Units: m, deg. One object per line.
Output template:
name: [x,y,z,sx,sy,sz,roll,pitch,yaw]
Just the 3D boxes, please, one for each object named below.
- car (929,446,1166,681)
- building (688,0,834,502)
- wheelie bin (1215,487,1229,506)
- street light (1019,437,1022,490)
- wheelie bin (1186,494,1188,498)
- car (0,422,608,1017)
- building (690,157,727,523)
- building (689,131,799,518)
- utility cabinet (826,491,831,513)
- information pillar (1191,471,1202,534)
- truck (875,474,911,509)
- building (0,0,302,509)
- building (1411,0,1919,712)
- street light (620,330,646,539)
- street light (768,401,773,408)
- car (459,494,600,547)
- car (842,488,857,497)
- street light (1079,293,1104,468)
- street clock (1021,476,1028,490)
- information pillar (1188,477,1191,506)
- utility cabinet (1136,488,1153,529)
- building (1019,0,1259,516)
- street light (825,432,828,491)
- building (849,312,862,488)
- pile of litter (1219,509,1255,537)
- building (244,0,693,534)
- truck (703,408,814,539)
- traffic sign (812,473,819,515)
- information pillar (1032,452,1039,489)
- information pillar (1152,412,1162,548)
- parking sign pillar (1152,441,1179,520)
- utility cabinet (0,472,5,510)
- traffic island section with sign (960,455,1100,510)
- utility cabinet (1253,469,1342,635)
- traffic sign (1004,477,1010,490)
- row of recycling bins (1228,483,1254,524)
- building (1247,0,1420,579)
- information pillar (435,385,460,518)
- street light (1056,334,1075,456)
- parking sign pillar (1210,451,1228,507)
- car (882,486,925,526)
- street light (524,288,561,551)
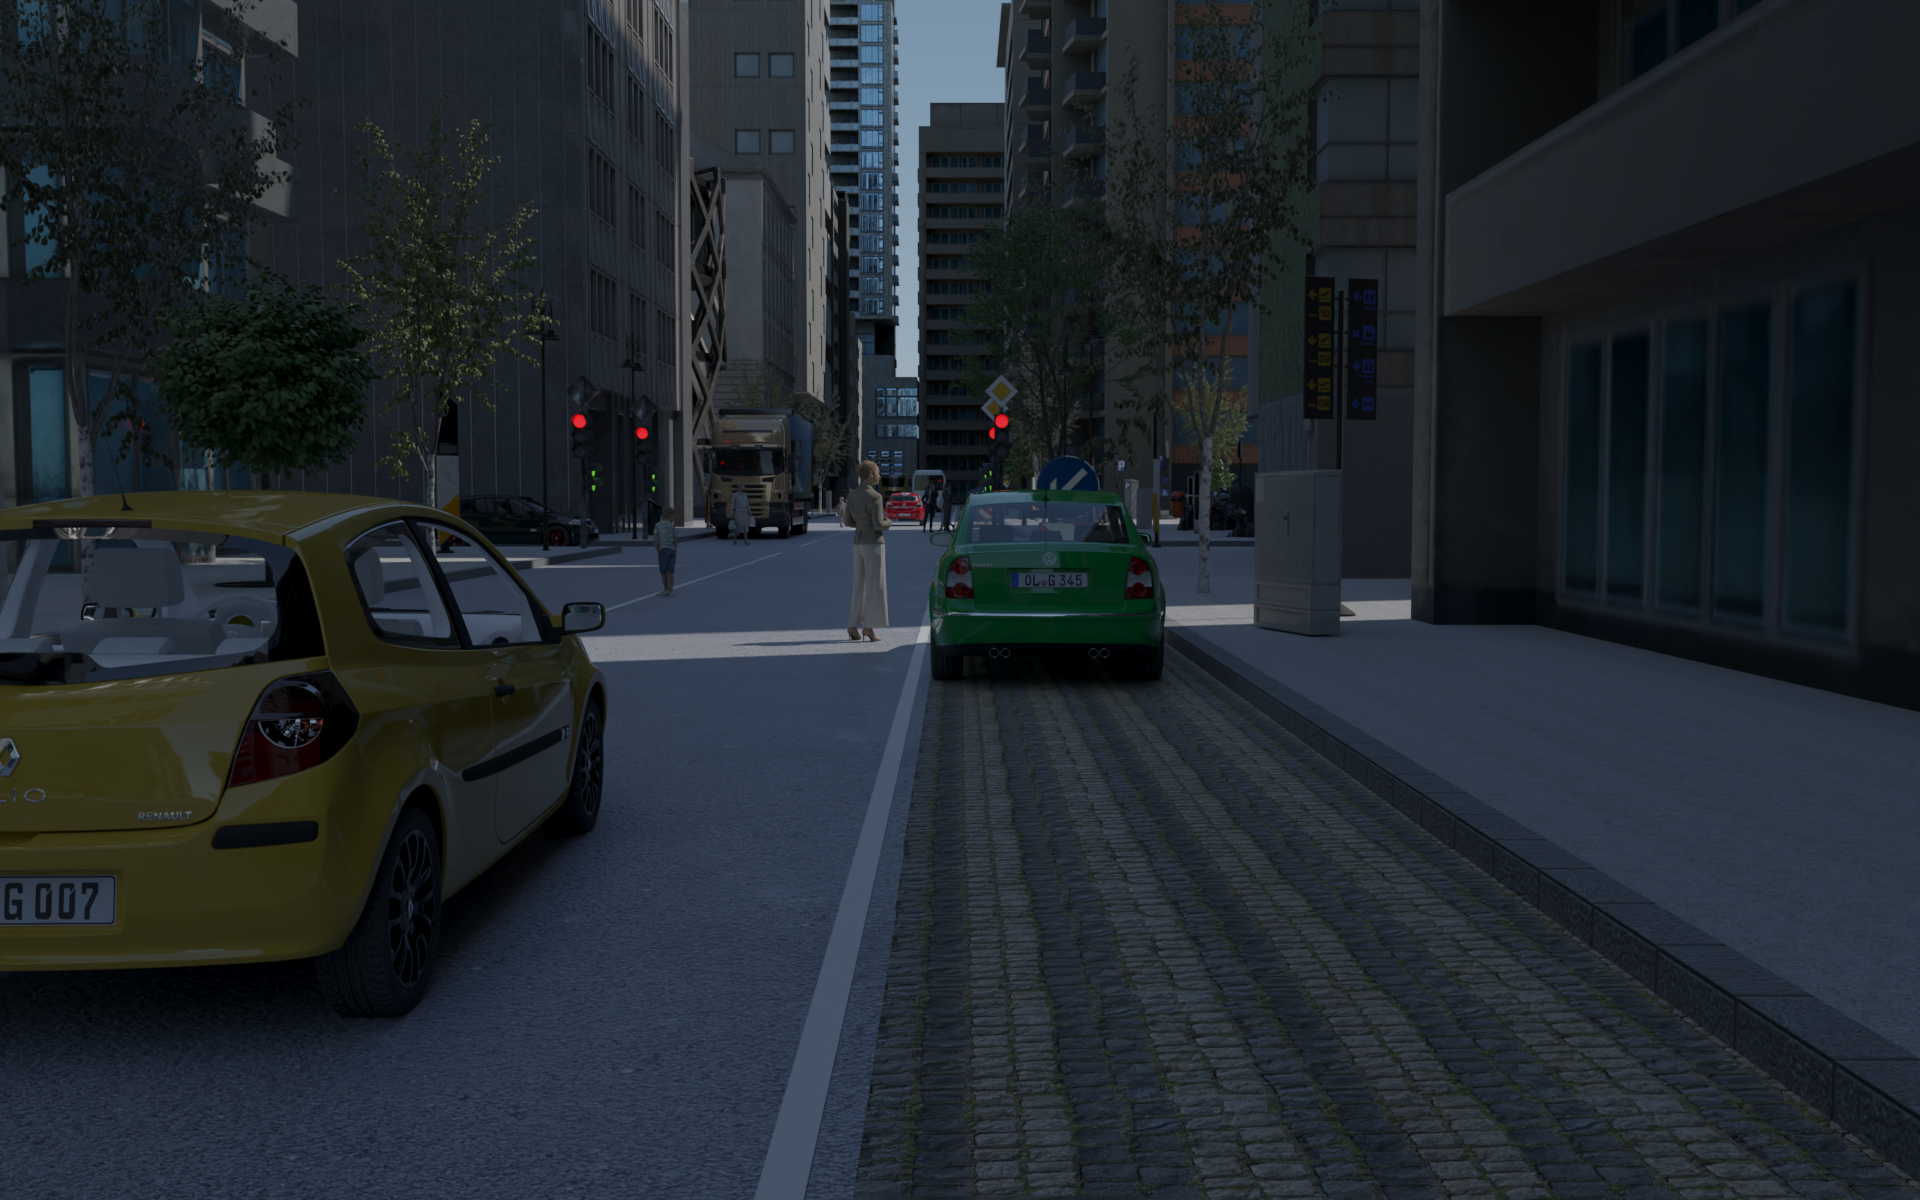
car: [0.694,-0.356,14.618,1.959,1.807,4.718,0,4,1]
building: [-24.417,-33.491,136.813,28.713,52.752,27.495,0,3,0]
wheelie bin: [11.137,-3.989,73.132,0.693,1.594,0.980,-1,4,-17]
street light: [3.032,-6.982,86.949,0.468,5.910,1.993,0,3,0]
wheelie bin: [11.217,-4.564,82.531,0.980,1.594,0.693,2,4,25]
car: [-2.373,0.249,6.156,2.015,1.641,3.980,0,4,-1]
building: [-19.130,-12.853,77.595,16.820,18.784,16.811,0,3,0]
building: [-15.142,-15.428,101.406,9.793,20.994,18.267,0,3,0]
utility cabinet: [-8.779,-6.542,115.641,0.318,1.500,1.173,0,4,-3]
information pillar: [7.767,-3.146,55.936,0.304,2.012,0.304,-2,4,-30]
truck: [-6.402,-10.596,169.165,3.469,3.379,9.791,0,4,0]
building: [-27.990,-24.888,26.527,30.456,49.044,23.786,0,3,0]
building: [15.288,-23.373,5.859,21.300,48.544,21.600,0,3,0]
street light: [-9.228,-4.659,48.961,0.468,5.910,1.993,0,3,0]
street light: [-9.371,-6.912,85.804,0.468,5.910,1.993,0,3,0]
car: [-11.463,-2.135,44.698,4.222,1.686,2.009,0,4,-1]
car: [-6.298,-6.145,109.137,2.281,1.827,5.304,0,4,-2]
street light: [3.029,-4.109,39.964,0.468,5.910,1.993,0,3,0]
street clock: [2.628,-4.048,70.757,0.358,2.002,0.471,1,4,13]
information pillar: [9.852,-4.211,73.338,0.304,2.012,0.304,-3,5,-44]
utility cabinet: [6.794,-3.378,63.908,0.318,1.500,1.173,1,4,21]
building: [14.958,-27.772,108.691,22.147,44.769,28.867,0,3,0]
street light: [-9.380,-9.155,122.474,0.468,5.910,1.993,0,3,0]
building: [-25.698,-20.811,185.306,28.899,21.520,27.650,0,3,0]
pile of litter: [8.540,-2.306,51.674,1.176,0.858,1.719,-2,4,-30]
building: [-16.699,-14.722,58.733,12.078,24.808,19.932,0,3,0]
truck: [-6.650,-4.281,58.911,2.839,4.237,11.283,0,4,0]
traffic sign: [-8.988,-6.446,105.504,0.768,2.556,0.104,0,4,1]
information pillar: [3.728,-5.784,85.930,0.183,3.616,0.504,2,4,35]
information pillar: [4.702,-3.061,41.409,0.183,3.616,0.504,1,4,15]
parking sign pillar: [10.309,-6.044,87.293,1.447,3.967,1.447,0,4,5]
utility cabinet: [-9.634,-0.496,16.794,0.318,1.500,1.173,-1,4,-10]
traffic island section with sign: [1.005,-0.612,18.639,1.989,1.847,2.006,0,3,0]
utility cabinet: [3.106,-0.451,16.049,0.318,1.500,1.173,-1,4,-16]
traffic sign: [2.668,-5.969,98.780,0.795,2.450,0.064,0,4,7]
row of recycling bins: [11.225,-3.619,66.282,1.069,1.692,3.534,2,4,29]
building: [12.418,-21.302,31.876,14.154,41.232,14.086,0,3,0]
information pillar: [-11.094,-2.820,37.465,0.504,3.616,0.183,-3,5,-43]
street light: [3.057,-4.744,50.357,0.468,5.910,1.993,0,3,0]
parking sign pillar: [13.861,-6.458,94.055,1.447,3.967,1.447,-1,4,-11]
car: [-2.494,-4.278,78.982,2.155,1.783,4.494,0,4,-1]
street light: [-9.371,-4.051,39.016,0.468,5.910,1.993,0,3,0]
